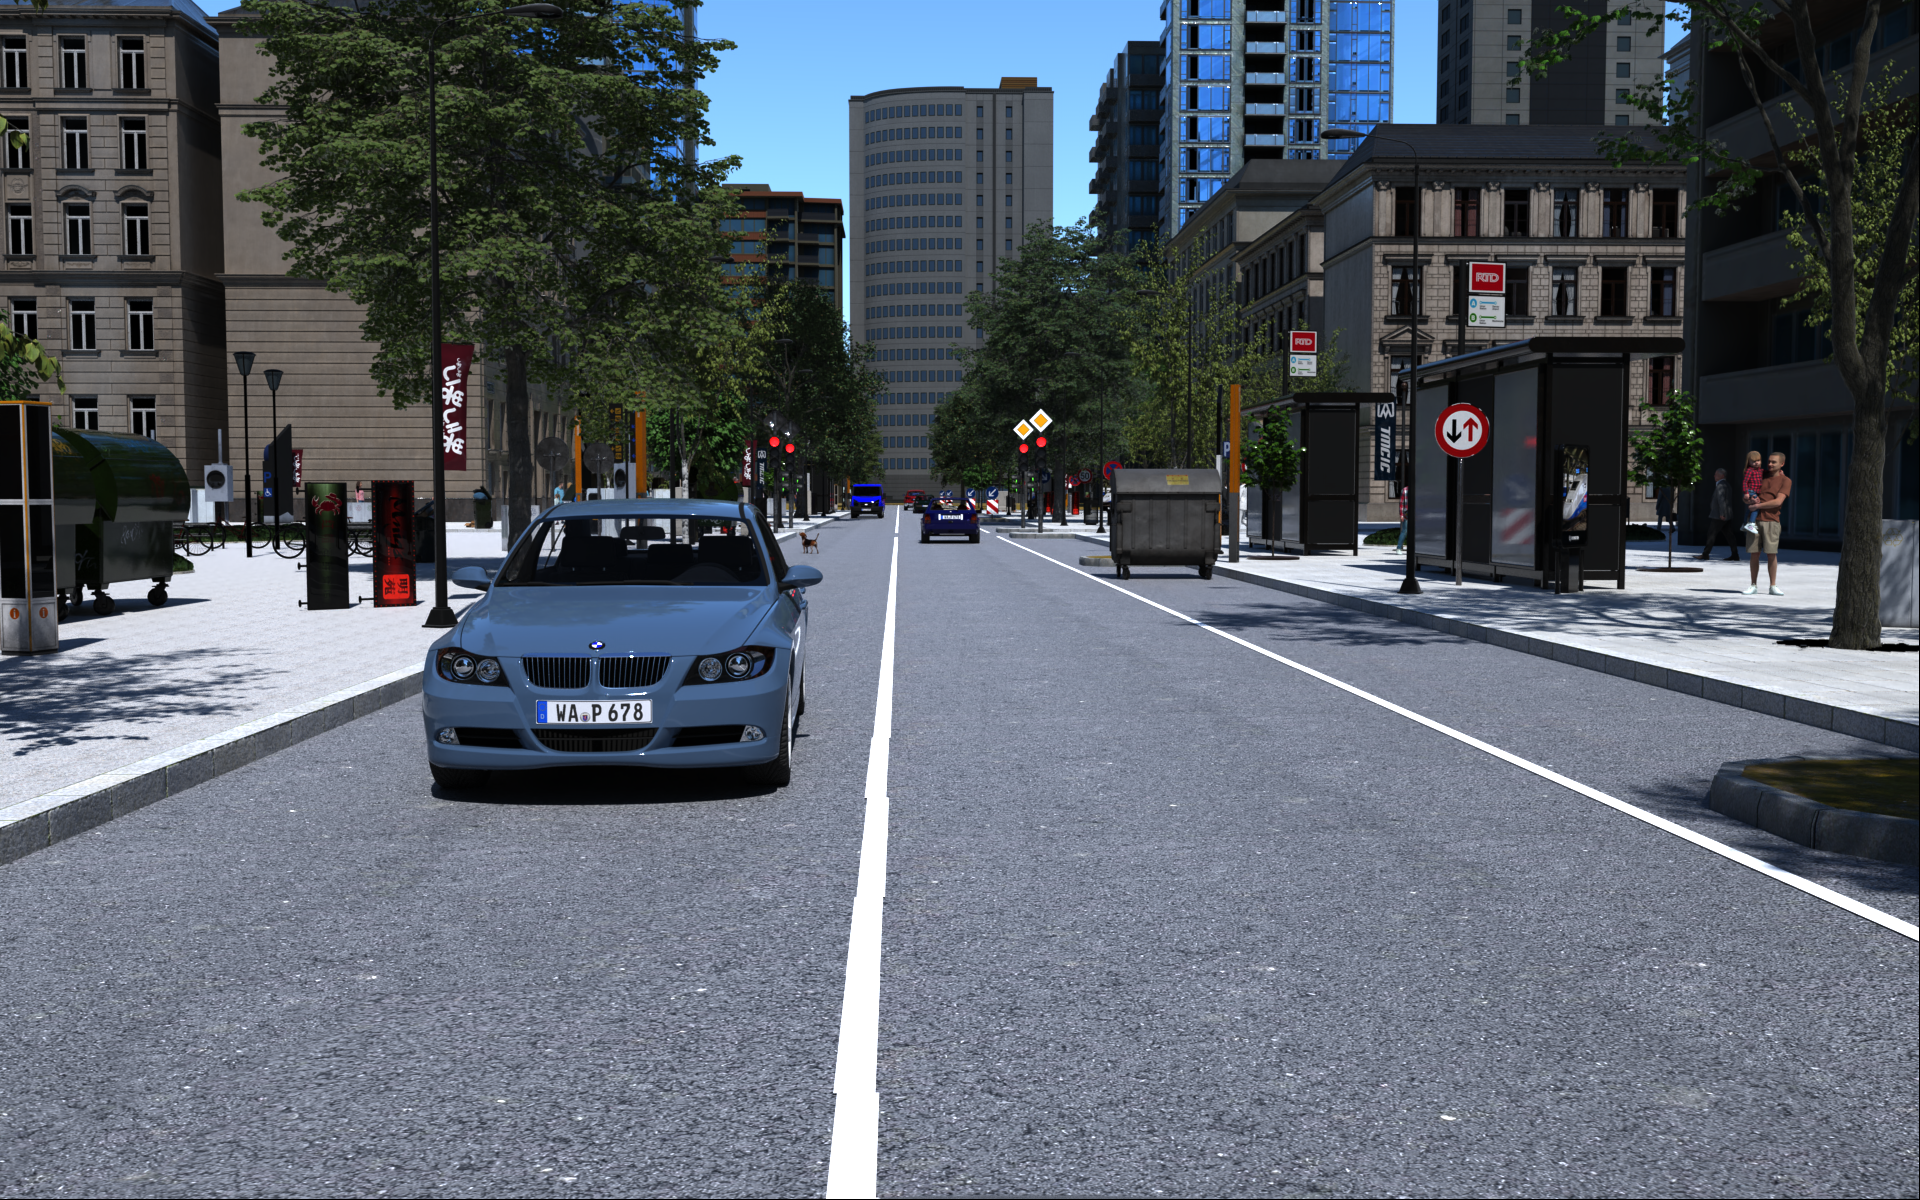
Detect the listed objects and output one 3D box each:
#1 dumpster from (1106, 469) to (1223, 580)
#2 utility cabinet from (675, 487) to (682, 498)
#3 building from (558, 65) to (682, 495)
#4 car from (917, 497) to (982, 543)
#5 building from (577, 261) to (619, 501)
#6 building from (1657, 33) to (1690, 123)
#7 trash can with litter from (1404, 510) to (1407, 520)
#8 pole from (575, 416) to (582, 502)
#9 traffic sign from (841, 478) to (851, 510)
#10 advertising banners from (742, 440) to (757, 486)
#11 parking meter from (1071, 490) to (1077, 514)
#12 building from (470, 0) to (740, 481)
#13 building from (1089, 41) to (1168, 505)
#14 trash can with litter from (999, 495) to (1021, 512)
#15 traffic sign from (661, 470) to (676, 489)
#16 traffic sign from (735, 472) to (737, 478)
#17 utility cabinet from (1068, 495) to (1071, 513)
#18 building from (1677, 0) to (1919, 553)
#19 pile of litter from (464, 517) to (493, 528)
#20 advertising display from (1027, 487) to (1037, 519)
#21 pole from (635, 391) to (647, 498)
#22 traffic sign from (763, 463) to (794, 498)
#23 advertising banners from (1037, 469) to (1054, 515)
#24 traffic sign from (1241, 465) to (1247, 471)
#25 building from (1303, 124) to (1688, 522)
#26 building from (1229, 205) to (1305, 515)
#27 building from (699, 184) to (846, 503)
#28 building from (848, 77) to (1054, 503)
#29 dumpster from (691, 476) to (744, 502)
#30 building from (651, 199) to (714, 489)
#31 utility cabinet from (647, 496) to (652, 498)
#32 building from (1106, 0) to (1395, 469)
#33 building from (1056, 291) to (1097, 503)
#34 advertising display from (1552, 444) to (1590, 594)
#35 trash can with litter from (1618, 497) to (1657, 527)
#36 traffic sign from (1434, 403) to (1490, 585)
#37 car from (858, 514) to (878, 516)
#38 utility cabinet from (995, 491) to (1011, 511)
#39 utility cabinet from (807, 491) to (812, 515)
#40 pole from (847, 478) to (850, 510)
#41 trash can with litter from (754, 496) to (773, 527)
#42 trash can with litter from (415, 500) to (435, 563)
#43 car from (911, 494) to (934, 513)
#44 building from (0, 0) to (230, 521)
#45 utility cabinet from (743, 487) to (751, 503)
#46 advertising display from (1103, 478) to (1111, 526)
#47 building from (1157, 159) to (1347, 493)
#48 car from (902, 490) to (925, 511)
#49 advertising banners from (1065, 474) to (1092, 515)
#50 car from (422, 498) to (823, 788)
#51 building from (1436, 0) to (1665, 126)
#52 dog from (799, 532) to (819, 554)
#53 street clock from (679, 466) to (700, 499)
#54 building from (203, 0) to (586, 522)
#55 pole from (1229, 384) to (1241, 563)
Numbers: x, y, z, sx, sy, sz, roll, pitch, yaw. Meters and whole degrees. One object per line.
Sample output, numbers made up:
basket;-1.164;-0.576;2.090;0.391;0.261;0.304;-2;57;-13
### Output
dumpster;3.461;-1.296;29.398;1.865;1.857;1.264;0;4;-1
utility cabinet;-8.786;-2.746;53.570;0.318;1.500;1.173;-1;4;-14
building;-40.066;-28.077;150.938;32.217;40.220;23.993;0;4;-2
car;-0.305;-2.385;51.583;1.945;1.354;3.894;0;4;-1
building;-30.693;-14.904;111.128;16.820;18.784;16.811;0;4;-2
building;47.314;-18.362;86.118;20.117;28.700;13.634;0;4;-2
trash can with litter;8.800;-1.327;33.087;0.624;1.170;1.055;1;4;15
pole;-9.961;-3.143;45.234;0.158;3.312;0.155;0;3;0
traffic sign;-9.106;-8.460;138.422;0.768;2.556;0.104;0;4;6
advertising banners;-7.513;-3.643;55.750;2.074;3.025;0.090;1;4;9
parking meter;7.332;-6.281;111.098;0.372;1.533;0.369;0;3;0
building;-40.848;-53.551;188.232;31.000;86.520;22.319;0;4;-2
building;25.827;-34.722;187.305;23.786;49.044;30.456;0;4;-2
trash can with litter;3.310;-7.012;125.695;2.233;1.210;1.678;2;4;34
traffic sign;-11.049;-4.033;66.046;0.768;2.556;0.104;0;4;0
traffic sign;-11.231;-5.148;84.273;0.768;2.556;0.104;0;4;6
utility cabinet;7.551;-6.517;117.717;0.306;1.237;1.020;0;4;-6
building;29.089;-24.976;32.057;21.300;48.544;21.600;0;4;-2
pile of litter;-18.509;-3.223;66.654;1.176;0.858;1.719;0;4;3
advertising display;3.725;-5.146;89.354;0.123;1.923;0.974;-2;4;-24
pole;-6.352;-2.487;34.507;0.158;3.312;0.155;0;3;0
traffic sign;-11.687;-7.102;109.989;2.265;3.308;0.079;0;4;7
advertising banners;5.797;-6.766;106.812;2.074;3.025;0.090;0;4;-5
traffic sign;9.380;-3.387;55.483;0.768;2.556;0.104;0;4;-2
building;27.658;-13.433;84.256;19.286;19.102;10.561;0;4;-2
building;22.762;-14.478;101.349;10.561;19.102;19.286;0;4;-2
building;-30.929;-36.235;247.069;28.867;44.769;22.147;0;4;-2
building;-1.617;-43.164;247.736;28.212;58.520;21.231;0;4;-2
dumpster;-7.186;-2.959;50.880;1.502;2.255;1.985;0;4;-2
building;-32.019;-24.418;170.940;14.160;30.474;14.107;0;4;-2
utility cabinet;-11.679;-3.263;64.512;0.306;1.237;1.020;1;4;9
building;26.310;-51.548;155.488;22.319;86.520;31.000;0;4;-2
building;20.217;-28.944;244.935;14.107;30.474;14.160;0;4;-2
advertising display;7.931;-1.056;22.484;0.123;1.923;0.974;3;5;39
trash can with litter;26.256;-3.474;67.860;1.678;1.210;2.233;-2;4;-30
traffic sign;7.008;-1.477;24.260;0.768;2.556;0.104;0;4;2
car;-5.901;-6.206;111.247;2.009;1.686;4.222;0;4;-2
utility cabinet;3.220;-7.354;128.922;1.173;1.500;0.318;-1;4;-14
utility cabinet;-9.207;-5.932;105.674;0.318;1.500;1.173;0;4;-4
pole;-8.778;-8.721;136.433;0.158;3.312;0.155;0;3;0
trash can with litter;-7.891;-3.486;68.052;1.678;1.210;2.233;2;4;33
trash can with litter;-10.234;-1.280;32.316;1.055;1.170;0.624;-1;4;-17
car;-2.627;-7.307;129.248;2.009;1.686;4.222;0;4;-3
building;-46.868;-17.412;81.953;25.104;27.353;12.463;0;4;-2
utility cabinet;-6.630;-2.764;53.869;0.318;1.500;1.173;0;4;-4
advertising display;6.143;-3.960;69.966;0.974;1.923;0.123;0;3;0
building;24.469;-17.905;126.030;16.112;22.955;30.059;0;4;-2
car;-3.900;-8.773;152.108;2.281;1.827;5.304;0;4;-3
advertising banners;7.133;-6.742;106.421;2.074;3.025;0.090;-1;4;-16
car;-1.793;0.122;10.011;2.014;1.417;4.499;0;4;-4
building;63.556;-46.146;192.737;20.611;71.187;20.563;0;4;-2
dog;-3.633;-1.375;41.762;0.540;0.507;0.406;0;4;3
street clock;-6.835;-2.400;43.808;0.471;2.002;0.358;-2;4;-30
building;-27.781;-17.907;90.037;12.463;27.353;25.104;0;4;-2
pole;5.133;-2.355;32.350;0.158;3.312;0.155;0;3;0
